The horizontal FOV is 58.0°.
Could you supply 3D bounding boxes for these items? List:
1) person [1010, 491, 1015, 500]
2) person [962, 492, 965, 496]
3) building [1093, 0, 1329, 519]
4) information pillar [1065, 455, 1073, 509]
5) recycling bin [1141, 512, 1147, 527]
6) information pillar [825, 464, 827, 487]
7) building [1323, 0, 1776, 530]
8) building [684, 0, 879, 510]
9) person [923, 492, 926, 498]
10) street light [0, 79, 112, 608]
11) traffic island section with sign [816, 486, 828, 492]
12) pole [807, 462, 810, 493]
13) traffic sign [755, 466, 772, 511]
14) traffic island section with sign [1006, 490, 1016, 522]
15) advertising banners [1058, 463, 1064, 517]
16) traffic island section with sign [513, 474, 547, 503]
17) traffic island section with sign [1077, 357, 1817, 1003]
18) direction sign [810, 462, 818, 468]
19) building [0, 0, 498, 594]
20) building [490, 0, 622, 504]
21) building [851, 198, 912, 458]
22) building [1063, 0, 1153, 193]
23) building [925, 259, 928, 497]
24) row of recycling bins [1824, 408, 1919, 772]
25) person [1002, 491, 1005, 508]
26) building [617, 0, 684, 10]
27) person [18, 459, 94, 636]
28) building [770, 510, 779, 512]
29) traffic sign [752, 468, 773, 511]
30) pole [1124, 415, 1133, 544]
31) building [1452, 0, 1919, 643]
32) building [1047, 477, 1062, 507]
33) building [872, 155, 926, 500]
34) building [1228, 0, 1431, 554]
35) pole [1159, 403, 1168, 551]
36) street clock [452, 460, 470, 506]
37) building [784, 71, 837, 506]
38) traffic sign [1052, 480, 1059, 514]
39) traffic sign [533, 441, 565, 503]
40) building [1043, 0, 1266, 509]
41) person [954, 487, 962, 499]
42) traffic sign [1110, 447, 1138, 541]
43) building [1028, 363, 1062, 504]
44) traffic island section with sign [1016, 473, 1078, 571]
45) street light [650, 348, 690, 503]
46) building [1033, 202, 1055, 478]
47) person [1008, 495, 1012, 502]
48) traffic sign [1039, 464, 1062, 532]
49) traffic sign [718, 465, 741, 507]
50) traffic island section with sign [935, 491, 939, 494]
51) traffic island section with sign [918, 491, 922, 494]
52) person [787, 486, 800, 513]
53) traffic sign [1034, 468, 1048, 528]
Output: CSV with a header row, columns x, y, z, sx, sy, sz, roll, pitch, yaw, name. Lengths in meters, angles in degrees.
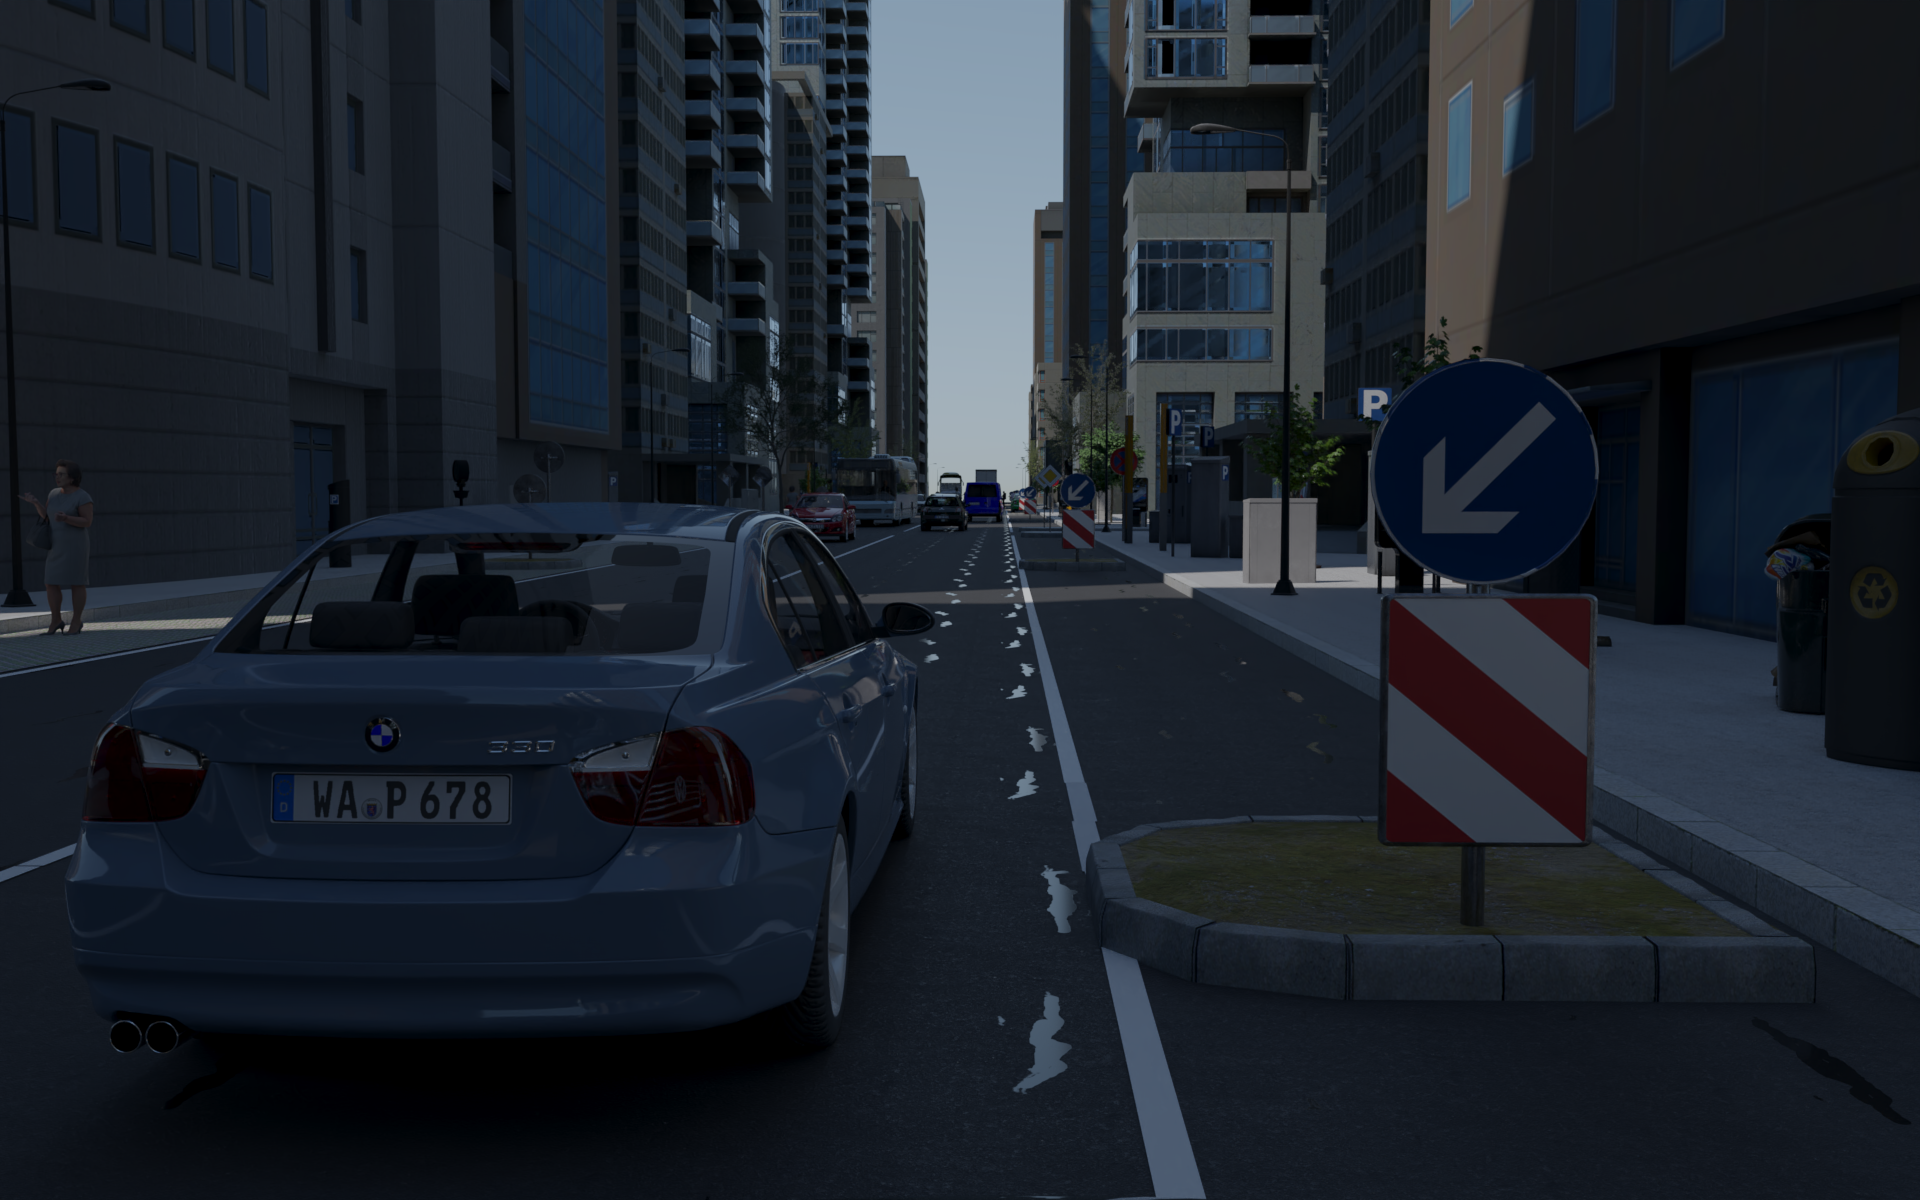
x,y,z,sx,sy,sz,roll,pitch,yaw,name
4.550,-8.270,144.648,0.436,1.711,0.756,-3,5,-44,person
0.770,-17.257,290.666,1.348,1.822,0.705,1,4,22,person
18.554,-48.245,101.480,22.319,86.520,31.000,0,4,1,building
6.385,-6.732,101.429,0.504,3.616,0.183,1,4,20,information pillar
6.950,-3.423,68.520,0.722,1.027,0.722,2,4,29,recycling bin
-10.361,-8.731,134.098,0.183,3.616,0.504,-1,4,-8,information pillar
23.788,-25.844,72.657,14.200,45.320,14.600,0,4,1,building
-19.260,-53.030,179.708,22.319,86.520,31.000,0,4,1,building
-4.313,-11.830,202.713,0.721,1.735,1.217,-3,4,-36,person
-10.194,-2.875,19.549,1.470,5.913,1.316,0,4,1,street light
-7.058,-4.912,88.945,1.989,1.847,2.006,0,4,1,traffic island section with sign
-9.760,-7.214,111.792,0.158,3.312,0.155,0,3,0,pole
-8.964,-4.832,79.112,0.768,2.556,0.104,0,4,3,traffic sign
3.470,-4.888,88.554,1.989,1.847,2.006,0,4,1,traffic island section with sign
5.676,-6.170,97.072,0.090,3.025,2.074,1,4,11,advertising banners
-8.404,-1.519,33.460,1.989,1.847,2.006,0,4,1,traffic island section with sign
1.444,0.171,5.840,1.989,1.847,2.006,0,4,1,traffic island section with sign
-10.418,-8.013,123.004,0.876,3.537,0.379,3,4,39,direction sign
-21.838,-29.592,25.828,21.231,58.520,28.212,0,4,1,building
-18.281,-24.366,48.500,14.200,45.320,14.600,0,4,1,building
-13.785,-33.596,232.887,14.154,41.232,14.086,0,4,1,building
15.073,-29.557,133.374,14.600,45.320,14.200,0,4,1,building
-12.705,-37.294,293.348,14.154,41.232,14.086,0,4,1,building
4.581,0.009,6.966,1.069,1.692,3.534,0,4,5,row of recycling bins
4.279,-10.001,172.699,0.721,1.739,1.217,2,4,27,person
-25.731,-23.641,78.406,32.217,40.220,23.993,0,4,1,building
-9.115,-0.524,17.426,0.716,1.782,0.532,1,4,14,person
-23.148,-48.944,112.910,22.319,86.520,31.000,0,4,1,building
-7.569,-3.842,66.460,0.795,2.450,0.064,0,4,1,traffic sign
4.374,-3.121,44.870,0.158,3.312,0.155,0,3,0,pole
13.525,-22.434,16.902,14.600,45.320,14.200,0,4,1,building
25.020,-29.390,172.408,32.217,40.220,23.993,0,4,1,building
-16.123,-38.365,250.964,21.300,48.544,21.600,0,4,1,building
22.836,-21.529,43.885,32.217,40.220,23.993,0,4,1,building
4.584,-2.764,39.036,0.158,3.312,0.155,0,3,0,pole
-10.573,-1.967,36.725,0.358,2.002,0.471,-2,4,-34,street clock
-24.679,-28.237,153.562,32.217,40.220,23.993,0,4,1,building
6.078,-6.930,113.404,0.768,2.556,0.104,0,4,3,traffic sign
-9.875,-2.538,41.609,0.768,2.556,0.104,0,4,5,traffic sign
21.201,-54.182,198.541,22.319,86.520,31.000,0,4,1,building
-0.128,-5.318,95.626,0.511,1.800,0.466,0,4,6,person
4.445,-2.871,47.053,0.768,2.556,0.104,0,4,4,traffic sign
25.317,-26.986,286.263,27.650,21.520,28.899,0,4,1,building
2.128,-1.509,33.296,1.989,1.847,2.006,0,4,1,traffic island section with sign
-9.286,-5.057,55.223,1.470,5.913,1.316,0,4,1,street light
18.140,-37.559,264.195,14.600,45.320,14.200,0,4,1,building
8.108,-15.938,269.109,1.348,1.821,0.705,-1,4,-15,person
3.027,-3.337,58.195,0.795,2.450,0.064,0,4,1,traffic sign
-7.764,-3.354,58.477,0.795,2.450,0.064,0,4,1,traffic sign
-2.496,-16.350,275.944,1.989,1.847,2.006,0,4,1,traffic island section with sign
-4.506,-11.279,193.032,1.989,1.847,2.006,0,4,1,traffic island section with sign
-6.977,-3.951,73.460,0.716,1.782,0.532,0,4,5,person
3.221,-3.825,66.177,0.795,2.450,0.064,0,4,1,traffic sign
